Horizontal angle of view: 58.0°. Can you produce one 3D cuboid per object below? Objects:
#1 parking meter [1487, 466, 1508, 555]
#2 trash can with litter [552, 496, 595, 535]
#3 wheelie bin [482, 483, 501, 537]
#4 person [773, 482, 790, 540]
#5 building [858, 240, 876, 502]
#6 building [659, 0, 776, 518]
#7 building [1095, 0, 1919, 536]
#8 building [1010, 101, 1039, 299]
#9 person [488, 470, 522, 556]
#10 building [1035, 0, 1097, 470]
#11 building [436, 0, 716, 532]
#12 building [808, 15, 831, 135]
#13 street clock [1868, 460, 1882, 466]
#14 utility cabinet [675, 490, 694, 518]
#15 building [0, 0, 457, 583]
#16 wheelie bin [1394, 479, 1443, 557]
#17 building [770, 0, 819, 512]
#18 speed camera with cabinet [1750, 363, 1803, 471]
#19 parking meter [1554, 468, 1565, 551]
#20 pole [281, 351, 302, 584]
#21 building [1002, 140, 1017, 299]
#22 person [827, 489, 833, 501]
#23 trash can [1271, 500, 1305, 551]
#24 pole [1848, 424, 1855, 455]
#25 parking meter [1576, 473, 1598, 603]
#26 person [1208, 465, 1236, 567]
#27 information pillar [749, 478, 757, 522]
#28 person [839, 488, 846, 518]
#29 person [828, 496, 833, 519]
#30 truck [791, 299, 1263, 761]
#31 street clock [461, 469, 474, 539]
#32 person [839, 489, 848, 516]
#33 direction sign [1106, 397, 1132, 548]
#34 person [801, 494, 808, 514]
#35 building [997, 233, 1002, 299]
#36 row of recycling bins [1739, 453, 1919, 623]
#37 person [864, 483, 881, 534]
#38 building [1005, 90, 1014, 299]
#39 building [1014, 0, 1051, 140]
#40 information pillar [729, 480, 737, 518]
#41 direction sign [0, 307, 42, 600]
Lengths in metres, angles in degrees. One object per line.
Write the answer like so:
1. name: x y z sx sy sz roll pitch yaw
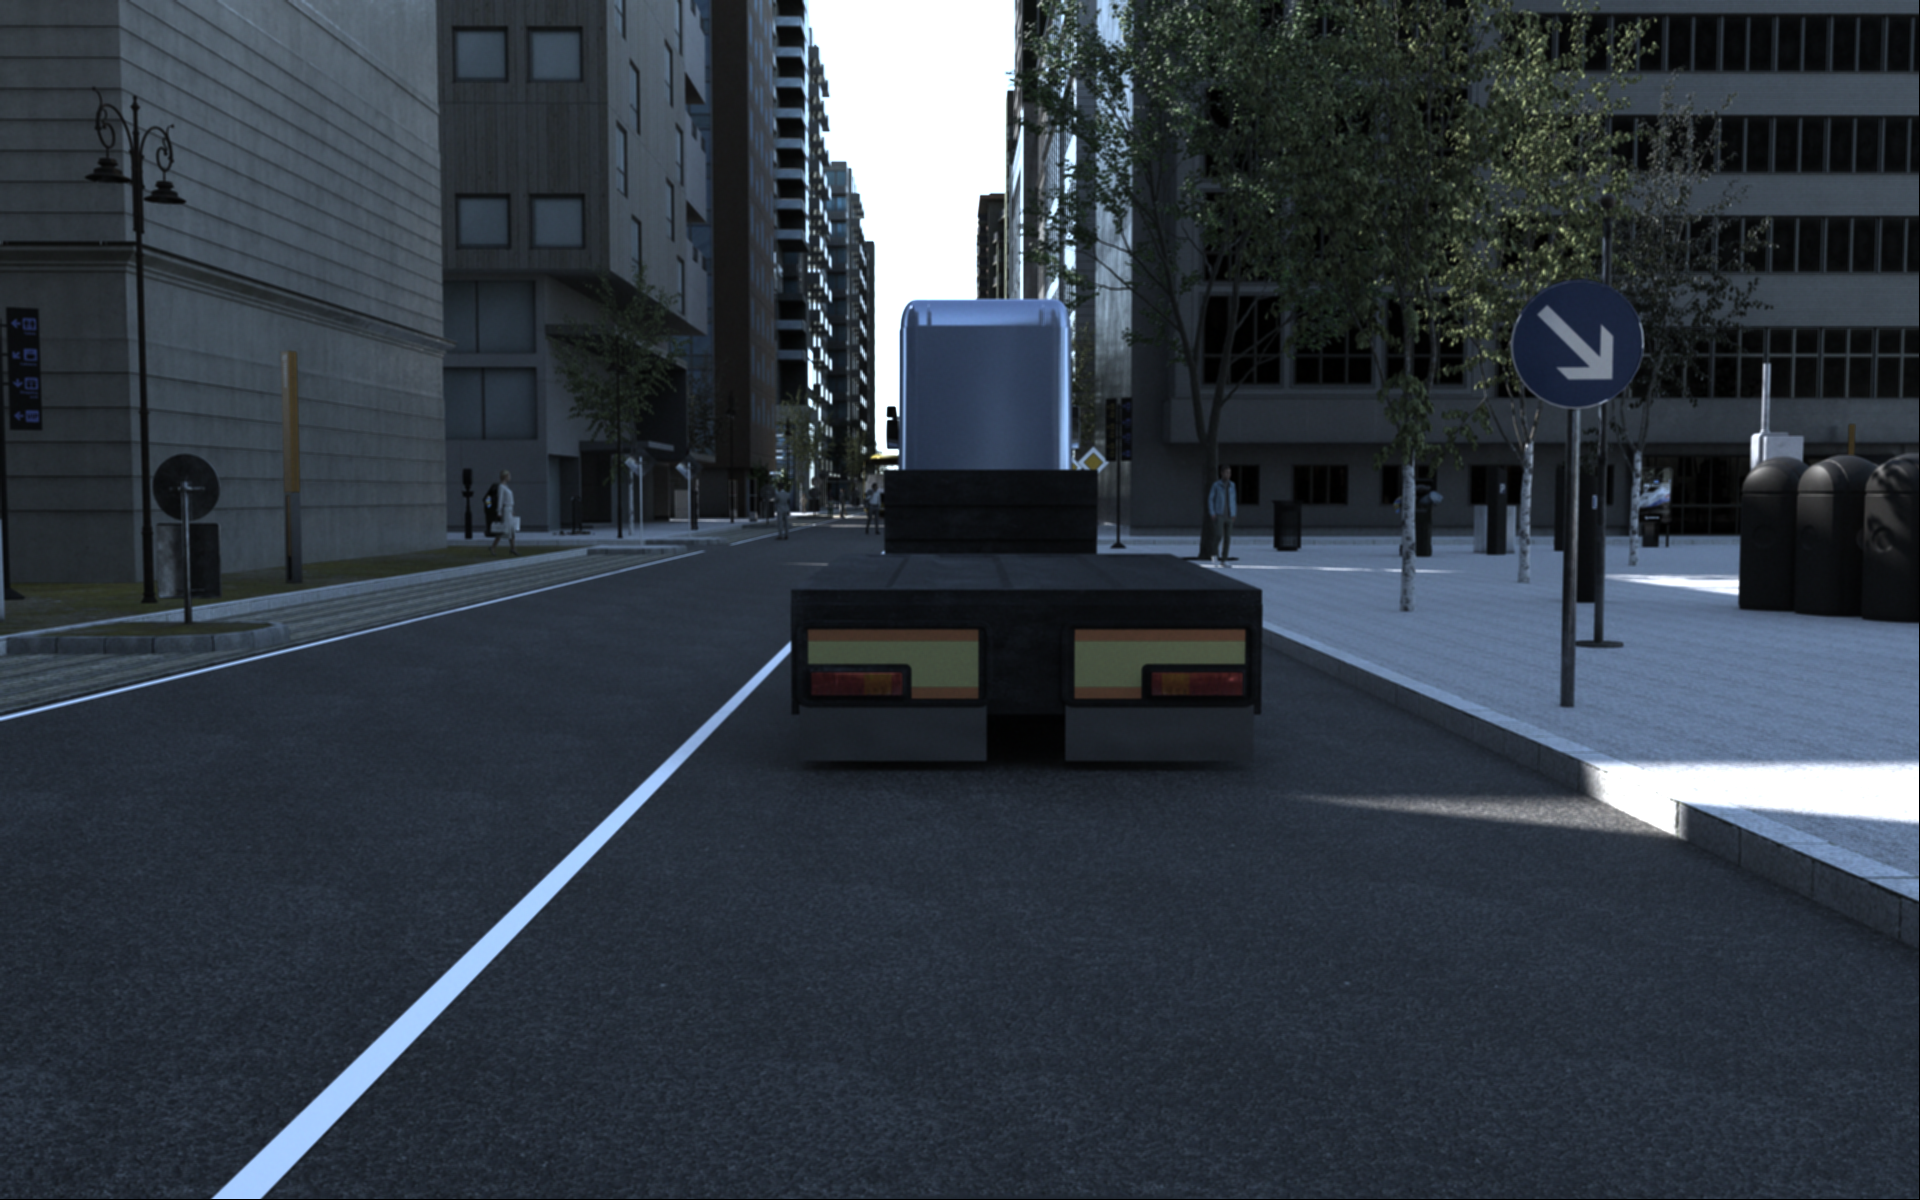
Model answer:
1. parking meter: 11.365 -1.891 36.634 0.399 1.863 0.255 -3 4 -38
2. trash can with litter: -12.353 -2.667 54.661 1.678 1.210 2.233 1 4 12
3. wheelie bin: -13.740 -2.669 51.538 0.693 1.594 0.980 1 4 9
4. person: -5.654 -2.814 54.692 0.466 1.800 0.511 2 4 34
5. building: -20.494 -35.966 271.646 14.154 41.232 14.086 0 4 -1
6. building: -18.114 -27.386 97.875 14.600 45.320 14.200 0 4 -1
7. building: 20.037 -14.590 57.612 30.058 24.678 14.314 0 4 -1
8. building: 9.690 -18.144 114.679 12.078 24.808 19.932 0 4 -1
9. person: -9.502 -1.817 36.102 0.624 1.780 0.694 1 4 11
10. building: 10.237 -19.095 89.700 11.434 29.767 29.804 0 4 -1
11. building: -25.056 -29.330 68.785 28.713 52.752 27.495 0 4 -1
12. building: -24.294 -33.684 170.338 23.786 49.044 30.456 0 4 -1
13. street clock: 19.598 -2.000 37.277 0.358 2.002 0.471 -2 4 -31
14. utility cabinet: -14.219 -4.977 90.050 1.173 1.500 0.318 -1 4 -20
15. building: -33.425 -15.619 31.781 44.131 29.872 17.030 0 4 -1
16. wheelie bin: 9.436 -1.698 35.672 0.980 1.594 0.693 1 4 12
17. building: -22.279 -50.512 138.542 22.319 86.520 31.000 0 4 -1
18. speed camera with cabinet: 12.324 -1.913 25.608 0.660 3.252 2.038 0 4 6
19. parking meter: 13.598 -2.040 39.072 0.255 1.863 0.399 2 4 34
20. pole: -9.585 -1.895 24.828 0.158 3.312 0.155 0 3 0
21. building: 11.056 -22.794 144.377 14.160 30.474 14.107 0 4 -1
22. person: -10.875 -8.439 144.940 0.541 1.710 0.530 0 4 1
23. trash can: 7.394 -1.679 39.100 0.748 1.137 0.748 0 3 0
24. pole: 26.041 -3.476 50.670 0.158 3.312 0.155 0 3 0
25. parking meter: 7.418 -0.744 20.576 0.372 1.533 0.369 0 3 0
26. person: 4.606 -1.467 30.378 0.601 1.785 0.444 -1 4 -17
27. information pillar: -9.637 -4.663 80.735 0.304 2.012 0.304 1 4 12
28. person: -7.023 -5.810 103.600 0.391 1.810 0.635 0 4 0
29. person: -7.352 -5.235 98.335 0.306 1.304 0.590 -1 4 -16
30. truck: 0.347 -1.737 18.152 2.967 4.110 18.799 0 3 0
31. street clock: -14.053 -2.747 49.482 0.358 2.002 0.471 -1 4 -10
32. person: -7.504 -6.255 111.122 0.624 1.780 0.694 0 4 -8
33. direction sign: 3.754 -2.996 40.978 0.379 3.537 0.876 -3 4 -38
34. person: -10.230 -6.318 113.608 0.475 1.303 0.640 -3 5 -42
35. building: 11.036 -25.782 193.231 14.160 30.474 14.107 0 4 -1
36. row of recycling bins: 9.588 -0.666 17.997 1.069 1.692 3.534 -1 4 -21
37. person: -3.147 -3.277 62.181 0.679 1.850 0.850 -2 4 -32
38. building: 11.567 -30.290 178.837 14.154 41.232 14.086 0 4 -1
39. building: 13.429 -44.173 160.485 20.563 71.187 20.611 0 4 -1
40. information pillar: -11.945 -5.309 91.287 0.304 2.012 0.304 1 4 20
41. direction sign: -11.613 -1.774 21.004 0.876 3.537 0.379 -2 4 -34
